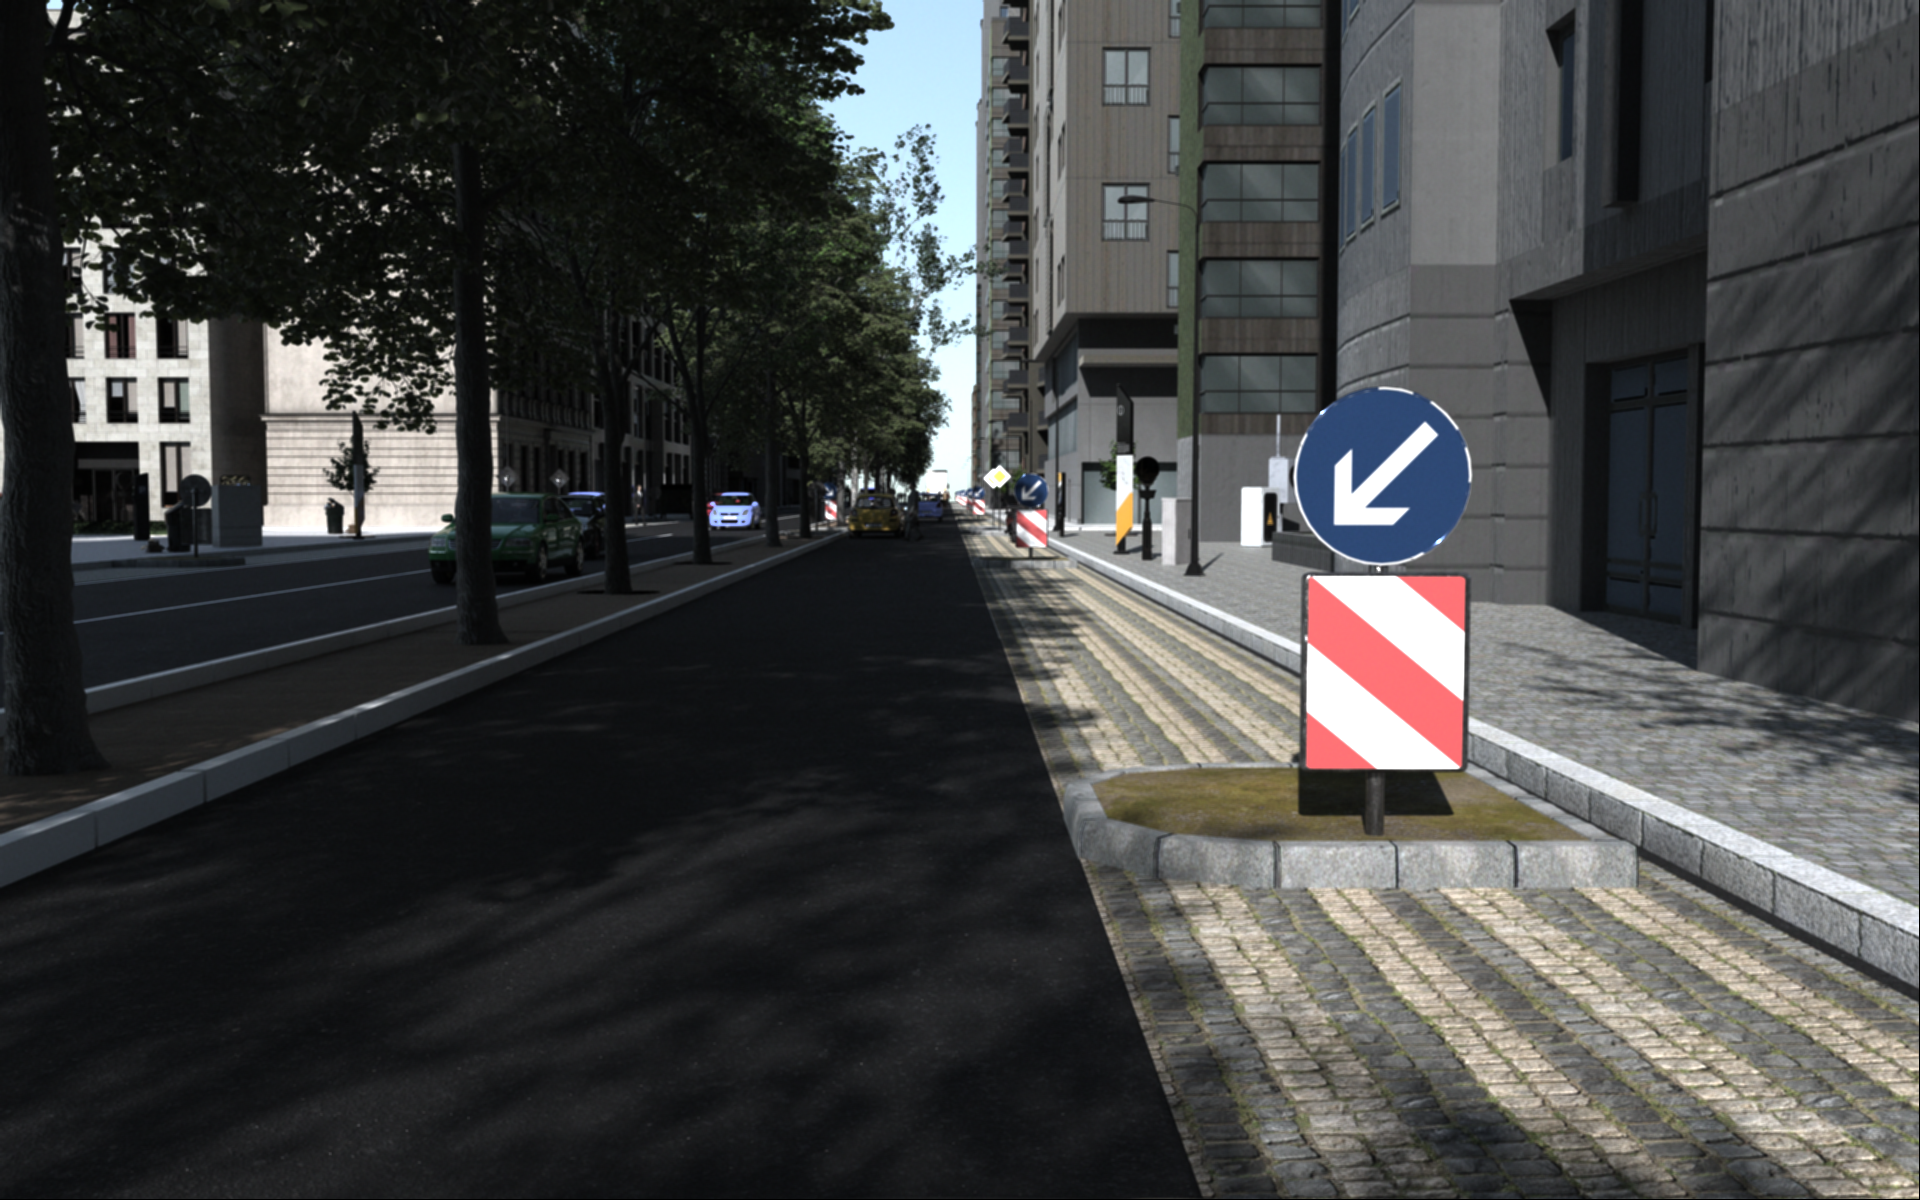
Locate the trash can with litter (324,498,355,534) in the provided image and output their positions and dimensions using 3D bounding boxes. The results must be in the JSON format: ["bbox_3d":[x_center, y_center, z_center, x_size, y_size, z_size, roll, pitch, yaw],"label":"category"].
[{"bbox_3d":[-19.924,-2.721,55.877,1.055,1.170,0.624,-2,4,-29],"label":"trash can with litter"}]

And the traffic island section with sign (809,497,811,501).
[{"bbox_3d":[-16.623,-11.382,194.726,1.989,1.847,2.006,0,4,0],"label":"traffic island section with sign"}]

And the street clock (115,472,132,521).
[{"bbox_3d":[-27.886,-3.254,57.776,0.358,2.002,0.471,3,4,38],"label":"street clock"}]

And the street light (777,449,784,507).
[{"bbox_3d":[-17.889,-12.458,176.230,1.470,5.913,1.316,0,4,0],"label":"street light"}]

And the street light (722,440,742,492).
[{"bbox_3d":[-17.577,-9.759,132.105,1.470,5.913,1.316,0,4,0],"label":"street light"}]

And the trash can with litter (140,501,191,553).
[{"bbox_3d":[-17.441,-1.636,38.141,1.055,1.170,0.624,-3,4,-39],"label":"trash can with litter"}]

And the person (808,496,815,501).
[{"bbox_3d":[-12.331,-8.307,145.028,1.217,1.736,0.721,-1,4,-10],"label":"person"}]

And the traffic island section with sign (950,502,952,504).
[{"bbox_3d":[0.251,-9.726,167.643,1.989,1.847,2.006,0,4,0],"label":"traffic island section with sign"}]

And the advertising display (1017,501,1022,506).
[{"bbox_3d":[2.724,-4.531,79.293,0.123,1.923,0.974,0,4,-3],"label":"advertising display"}]

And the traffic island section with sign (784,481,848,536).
[{"bbox_3d":[-5.021,-3.175,60.041,2.006,1.907,1.989,0,4,0],"label":"traffic island section with sign"}]

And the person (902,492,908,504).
[{"bbox_3d":[-7.802,-14.540,246.215,0.705,1.826,1.348,3,4,37],"label":"person"}]

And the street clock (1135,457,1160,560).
[{"bbox_3d":[3.631,-1.775,33.591,0.471,2.002,0.358,0,4,6],"label":"street clock"}]

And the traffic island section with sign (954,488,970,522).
[{"bbox_3d":[0.837,-4.941,89.406,1.989,1.847,2.006,0,4,0],"label":"traffic island section with sign"}]

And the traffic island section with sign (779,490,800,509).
[{"bbox_3d":[-16.409,-9.699,167.214,1.989,1.847,2.006,0,4,0],"label":"traffic island section with sign"}]

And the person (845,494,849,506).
[{"bbox_3d":[-12.999,-11.906,203.982,1.217,1.723,0.721,-1,4,-20],"label":"person"}]

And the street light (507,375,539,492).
[{"bbox_3d":[-17.115,-5.818,67.673,1.470,5.913,1.316,0,4,0],"label":"street light"}]

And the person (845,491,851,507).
[{"bbox_3d":[-12.443,-11.456,195.822,1.348,1.821,0.705,3,5,44],"label":"person"}]

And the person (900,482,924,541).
[{"bbox_3d":[-1.484,-2.734,53.300,0.767,1.812,0.694,0,4,-3],"label":"person"}]

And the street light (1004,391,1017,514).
[{"bbox_3d":[2.657,-6.447,77.947,1.470,5.913,1.316,0,4,0],"label":"street light"}]

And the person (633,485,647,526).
[{"bbox_3d":[-14.492,-4.297,78.534,0.659,1.850,0.755,-3,5,-40],"label":"person"}]

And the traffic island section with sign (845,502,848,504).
[{"bbox_3d":[-17.236,-16.410,276.937,1.989,1.847,2.006,0,4,0],"label":"traffic island section with sign"}]

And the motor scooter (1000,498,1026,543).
[{"bbox_3d":[1.598,-2.329,50.854,0.815,1.314,1.986,0,4,0],"label":"motor scooter"}]

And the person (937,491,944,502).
[{"bbox_3d":[-1.775,-8.463,147.803,0.756,1.711,0.436,0,4,-3],"label":"person"}]

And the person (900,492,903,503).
[{"bbox_3d":[-9.853,-17.300,291.448,1.348,1.812,0.705,-1,4,-20],"label":"person"}]

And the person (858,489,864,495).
[{"bbox_3d":[-6.968,-6.889,121.257,0.709,1.813,0.853,1,4,9],"label":"person"}]

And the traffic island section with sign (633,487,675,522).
[{"bbox_3d":[-15.835,-4.966,89.826,1.989,1.847,2.006,0,4,0],"label":"traffic island section with sign"}]

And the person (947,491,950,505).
[{"bbox_3d":[-1.643,-13.712,232.627,0.705,1.831,1.348,-1,4,-21],"label":"person"}]

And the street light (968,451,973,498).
[{"bbox_3d":[1.907,-13.087,186.505,1.470,5.913,1.316,0,4,0],"label":"street light"}]

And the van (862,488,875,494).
[{"bbox_3d":[-8.352,-9.713,163.192,2.240,2.365,5.245,0,4,0],"label":"van"}]

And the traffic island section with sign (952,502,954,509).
[{"bbox_3d":[0.629,-6.646,117.287,1.989,1.847,2.006,0,4,0],"label":"traffic island section with sign"}]

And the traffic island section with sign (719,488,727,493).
[{"bbox_3d":[-16.035,-6.615,116.780,1.989,1.847,2.006,0,4,0],"label":"traffic island section with sign"}]

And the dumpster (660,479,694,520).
[{"bbox_3d":[-15.693,-5.588,96.315,1.985,2.255,1.502,0,3,0],"label":"dumpster"}]

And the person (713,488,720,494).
[{"bbox_3d":[-15.915,-6.413,113.319,0.580,1.828,0.573,1,4,14],"label":"person"}]

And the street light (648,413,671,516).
[{"bbox_3d":[-17.312,-7.789,99.889,1.470,5.913,1.316,0,4,0],"label":"street light"}]

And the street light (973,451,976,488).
[{"bbox_3d":[2.131,-11.116,154.288,1.470,5.913,1.316,0,4,0],"label":"street light"}]

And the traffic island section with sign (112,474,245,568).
[{"bbox_3d":[-15.407,-1.578,34.422,1.989,1.847,2.006,0,4,0],"label":"traffic island section with sign"}]

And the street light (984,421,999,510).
[{"bbox_3d":[2.465,-8.417,110.163,1.470,5.913,1.316,0,4,0],"label":"street light"}]

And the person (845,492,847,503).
[{"bbox_3d":[-17.312,-15.566,263.666,0.551,1.740,0.621,1,4,19],"label":"person"}]

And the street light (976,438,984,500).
[{"bbox_3d":[2.265,-10.418,142.877,1.470,5.913,1.316,0,4,0],"label":"street light"}]

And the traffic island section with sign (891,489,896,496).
[{"bbox_3d":[-5.638,-8.223,142.585,2.006,1.907,1.989,0,4,0],"label":"traffic island section with sign"}]

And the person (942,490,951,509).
[{"bbox_3d":[-1.492,-9.903,170.502,1.348,1.812,0.705,-1,4,-17],"label":"person"}]

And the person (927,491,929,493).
[{"bbox_3d":[-3.105,-9.875,170.500,0.434,1.755,0.990,1,4,21],"label":"person"}]

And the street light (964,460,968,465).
[{"bbox_3d":[1.608,-15.068,218.903,1.470,5.913,1.316,0,4,0],"label":"street light"}]

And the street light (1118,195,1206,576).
[{"bbox_3d":[3.149,-3.336,27.077,1.470,5.913,1.316,0,4,0],"label":"street light"}]

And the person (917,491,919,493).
[{"bbox_3d":[-4.084,-9.447,163.673,0.721,1.735,1.217,1,4,13],"label":"person"}]

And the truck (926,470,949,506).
[{"bbox_3d":[-2.757,-13.450,208.827,2.839,4.237,11.283,0,4,0],"label":"truck"}]

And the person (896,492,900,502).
[{"bbox_3d":[-9.405,-15.667,265.587,0.756,1.711,0.436,-2,4,-30],"label":"person"}]

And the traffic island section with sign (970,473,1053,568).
[{"bbox_3d":[1.261,-1.561,34.152,1.989,1.847,2.006,0,4,0],"label":"traffic island section with sign"}]

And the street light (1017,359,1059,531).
[{"bbox_3d":[2.814,-5.333,59.731,1.470,5.913,1.316,0,4,0],"label":"street light"}]

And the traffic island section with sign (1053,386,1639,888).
[{"bbox_3d":[1.455,0.088,7.197,1.989,1.847,2.006,0,4,0],"label":"traffic island section with sign"}]
